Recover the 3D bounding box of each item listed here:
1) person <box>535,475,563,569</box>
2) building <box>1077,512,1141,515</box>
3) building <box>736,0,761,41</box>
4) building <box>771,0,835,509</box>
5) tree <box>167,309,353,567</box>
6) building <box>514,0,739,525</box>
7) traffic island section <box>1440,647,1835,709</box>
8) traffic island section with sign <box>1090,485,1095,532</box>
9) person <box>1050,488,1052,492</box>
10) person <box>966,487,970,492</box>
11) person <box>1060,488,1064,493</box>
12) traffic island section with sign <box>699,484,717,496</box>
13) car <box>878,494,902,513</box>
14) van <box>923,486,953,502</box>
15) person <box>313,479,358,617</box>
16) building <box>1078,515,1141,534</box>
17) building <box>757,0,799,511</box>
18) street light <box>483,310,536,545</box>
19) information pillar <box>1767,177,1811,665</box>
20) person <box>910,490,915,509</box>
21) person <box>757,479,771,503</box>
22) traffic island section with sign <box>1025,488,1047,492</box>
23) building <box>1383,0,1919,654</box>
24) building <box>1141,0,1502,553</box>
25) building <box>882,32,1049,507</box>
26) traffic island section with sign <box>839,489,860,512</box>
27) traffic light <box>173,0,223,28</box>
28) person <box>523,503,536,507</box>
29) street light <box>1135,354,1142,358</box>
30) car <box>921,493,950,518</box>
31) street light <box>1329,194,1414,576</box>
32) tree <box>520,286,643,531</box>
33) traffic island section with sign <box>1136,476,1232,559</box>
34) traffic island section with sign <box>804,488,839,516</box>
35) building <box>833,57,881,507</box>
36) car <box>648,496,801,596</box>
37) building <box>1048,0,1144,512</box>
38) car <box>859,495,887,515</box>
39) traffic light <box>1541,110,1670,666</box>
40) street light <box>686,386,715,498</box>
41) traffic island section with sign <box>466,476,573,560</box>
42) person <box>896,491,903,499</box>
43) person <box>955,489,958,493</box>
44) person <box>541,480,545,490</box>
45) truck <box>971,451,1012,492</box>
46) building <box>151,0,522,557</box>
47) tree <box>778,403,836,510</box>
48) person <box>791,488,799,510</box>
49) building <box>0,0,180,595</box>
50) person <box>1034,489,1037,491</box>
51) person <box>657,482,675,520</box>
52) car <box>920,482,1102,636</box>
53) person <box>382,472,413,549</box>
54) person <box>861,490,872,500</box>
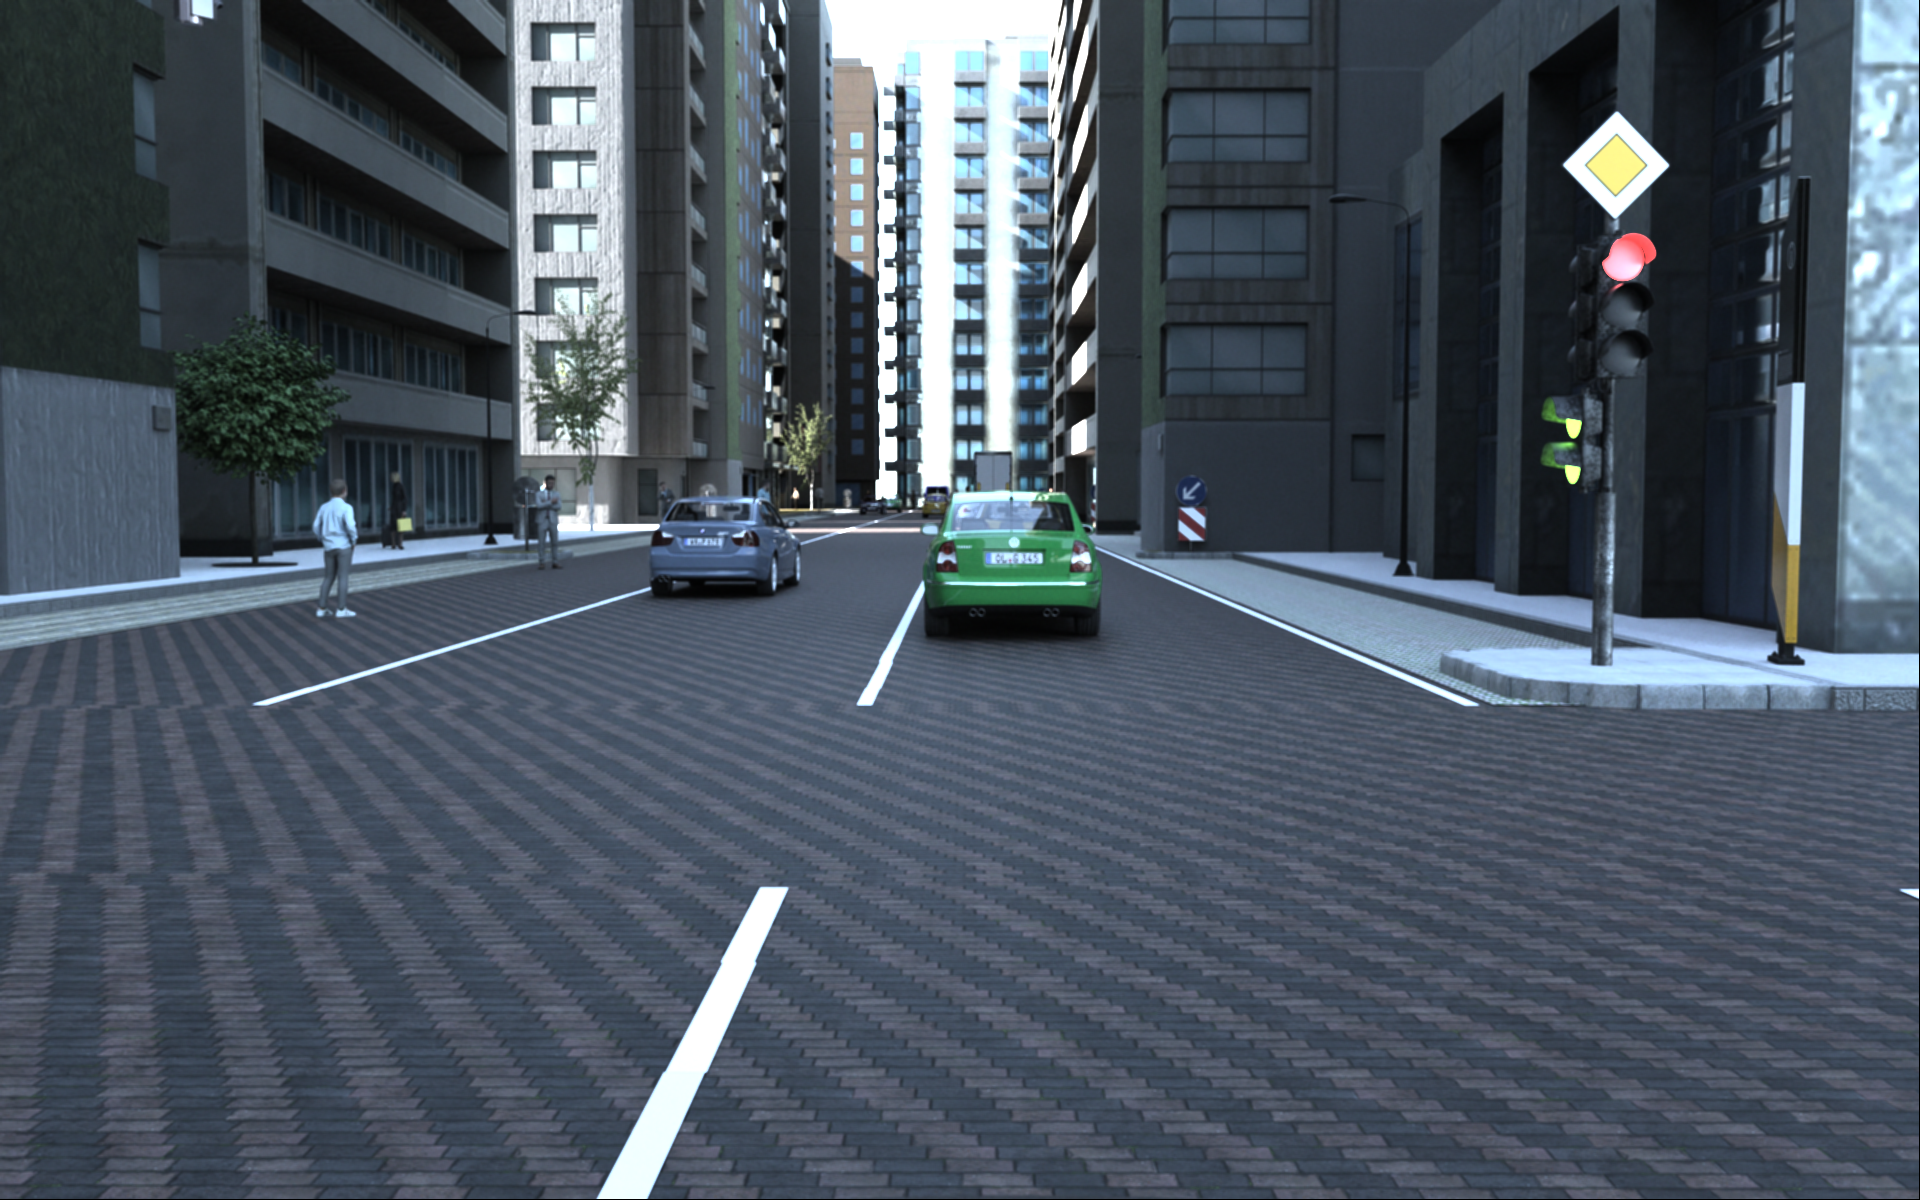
[{"bbox_3d":[-7.872,-1.499,33.186,0.511,1.800,0.466,-3,4,-38],"label":"person"},{"bbox_3d":[18.369,-31.008,130.688,21.300,48.544,21.600,0,4,0],"label":"building"},{"bbox_3d":[-18.572,-27.189,94.656,14.600,45.320,14.200,0,4,0],"label":"building"},{"bbox_3d":[-22.404,-32.359,152.777,21.600,48.544,21.300,0,4,0],"label":"building"},{"bbox_3d":[-12.595,-2.893,31.018,4.285,4.588,4.351,0,3,0],"label":"tree"},{"bbox_3d":[-17.591,-23.995,75.919,14.154,41.232,14.086,0,4,0],"label":"building"},{"bbox_3d":[4.832,0.569,12.982,2.009,0.180,2.903,0,4,0],"label":"traffic island section"},{"bbox_3d":[5.099,-3.485,65.603,1.989,1.847,2.006,0,4,0],"label":"traffic island section with sign"},{"bbox_3d":[7.750,-8.519,145.862,0.617,1.759,0.750,-1,4,-23],"label":"person"},{"bbox_3d":[0.443,-4.977,89.884,0.705,1.823,1.348,0,4,4],"label":"person"},{"bbox_3d":[7.248,-7.113,123.282,0.436,1.711,0.756,1,4,20],"label":"person"},{"bbox_3d":[-9.521,-3.473,65.415,1.989,1.847,2.006,0,4,0],"label":"traffic island section with sign"},{"bbox_3d":[-5.448,-7.710,134.855,1.959,1.807,4.718,0,3,0],"label":"car"},{"bbox_3d":[-1.709,-7.799,131.895,2.240,2.365,5.245,0,4,0],"label":"van"},{"bbox_3d":[-7.262,-0.607,20.234,0.589,1.601,0.330,2,4,26],"label":"person"},{"bbox_3d":[15.458,-27.248,69.199,21.300,48.544,21.600,0,4,0],"label":"building"},{"bbox_3d":[-23.717,-30.413,116.854,23.786,49.044,30.456,0,4,0],"label":"building"},{"bbox_3d":[-11.402,-4.365,43.906,1.470,5.913,1.316,0,4,0],"label":"street light"},{"bbox_3d":[6.283,-1.331,13.111,0.183,3.616,0.504,1,4,12],"label":"information pillar"},{"bbox_3d":[-4.377,-9.323,161.021,0.705,1.812,1.348,-1,4,-16],"label":"person"},{"bbox_3d":[-5.316,-2.352,46.824,0.748,1.841,0.638,3,5,39],"label":"person"},{"bbox_3d":[5.338,-6.508,115.039,1.989,1.847,2.006,0,4,0],"label":"traffic island section with sign"},{"bbox_3d":[22.570,-43.404,22.323,31.000,86.520,22.319,0,4,0],"label":"building"},{"bbox_3d":[11.537,-22.021,43.646,14.154,41.232,14.086,0,4,0],"label":"building"},{"bbox_3d":[7.335,-34.439,182.680,30.456,49.044,23.786,0,4,0],"label":"building"},{"bbox_3d":[-9.160,-8.143,141.770,1.989,1.847,2.006,0,4,0],"label":"traffic island section with sign"},{"bbox_3d":[-7.977,-2.341,12.949,4.771,5.953,1.251,0,4,0],"label":"traffic light"},{"bbox_3d":[-15.704,-3.492,63.121,0.713,1.824,0.794,0,4,8],"label":"person"},{"bbox_3d":[6.525,-5.212,57.750,1.470,5.913,1.316,0,4,0],"label":"street light"},{"bbox_3d":[-1.360,-5.789,104.875,2.015,1.641,3.980,0,4,2],"label":"car"},{"bbox_3d":[6.421,-3.332,27.022,1.470,5.913,1.316,0,4,0],"label":"street light"},{"bbox_3d":[-13.160,-6.737,60.520,4.737,8.622,4.395,0,3,0],"label":"tree"},{"bbox_3d":[4.958,-1.836,38.649,1.989,1.847,2.006,0,4,0],"label":"traffic island section with sign"},{"bbox_3d":[-9.294,-6.495,114.815,1.989,1.847,2.006,0,4,0],"label":"traffic island section with sign"},{"bbox_3d":[-15.550,-32.296,178.155,14.200,45.320,14.600,0,4,0],"label":"building"},{"bbox_3d":[-3.435,-0.836,25.677,2.014,1.417,4.499,0,4,2],"label":"car"},{"bbox_3d":[18.968,-32.353,152.668,21.300,48.544,21.600,0,4,0],"label":"building"},{"bbox_3d":[-6.089,-6.675,121.712,1.945,1.354,3.894,0,4,1],"label":"car"},{"bbox_3d":[4.792,-1.465,12.868,0.839,4.253,0.868,0,4,0],"label":"traffic light"},{"bbox_3d":[-11.239,-6.252,74.768,1.470,5.913,1.316,0,4,0],"label":"street light"},{"bbox_3d":[-9.660,-1.814,38.288,1.989,1.847,2.006,0,4,0],"label":"traffic island section with sign"},{"bbox_3d":[-5.786,-9.126,158.529,1.217,1.723,0.721,0,4,-8],"label":"person"},{"bbox_3d":[-0.193,-8.676,150.215,0.599,1.838,0.709,0,4,8],"label":"person"},{"bbox_3d":[-15.961,-3.724,66.792,0.638,1.841,0.748,0,4,-3],"label":"person"},{"bbox_3d":[2.185,-7.961,119.084,2.839,4.237,11.283,0,3,0],"label":"truck"},{"bbox_3d":[-24.901,-25.722,44.250,21.300,48.544,21.600,0,4,0],"label":"building"},{"bbox_3d":[-12.004,-11.440,137.412,4.737,8.622,4.395,0,3,0],"label":"tree"},{"bbox_3d":[-13.489,-8.319,142.075,0.705,1.823,1.348,-2,4,-29],"label":"person"},{"bbox_3d":[-19.051,-15.120,18.907,14.160,30.474,14.107,0,4,0],"label":"building"},{"bbox_3d":[5.676,-7.523,131.510,0.705,1.822,1.348,0,4,7],"label":"person"},{"bbox_3d":[-10.209,-3.180,60.296,0.655,1.846,0.447,0,4,-2],"label":"person"},{"bbox_3d":[0.531,-0.615,18.851,1.959,1.807,4.718,0,4,0],"label":"car"},{"bbox_3d":[-13.185,-2.097,40.544,0.699,1.804,1.509,-1,4,-18],"label":"person"},{"bbox_3d":[-7.767,-8.409,146.505,1.217,1.766,0.721,-1,4,-16],"label":"person"}]
